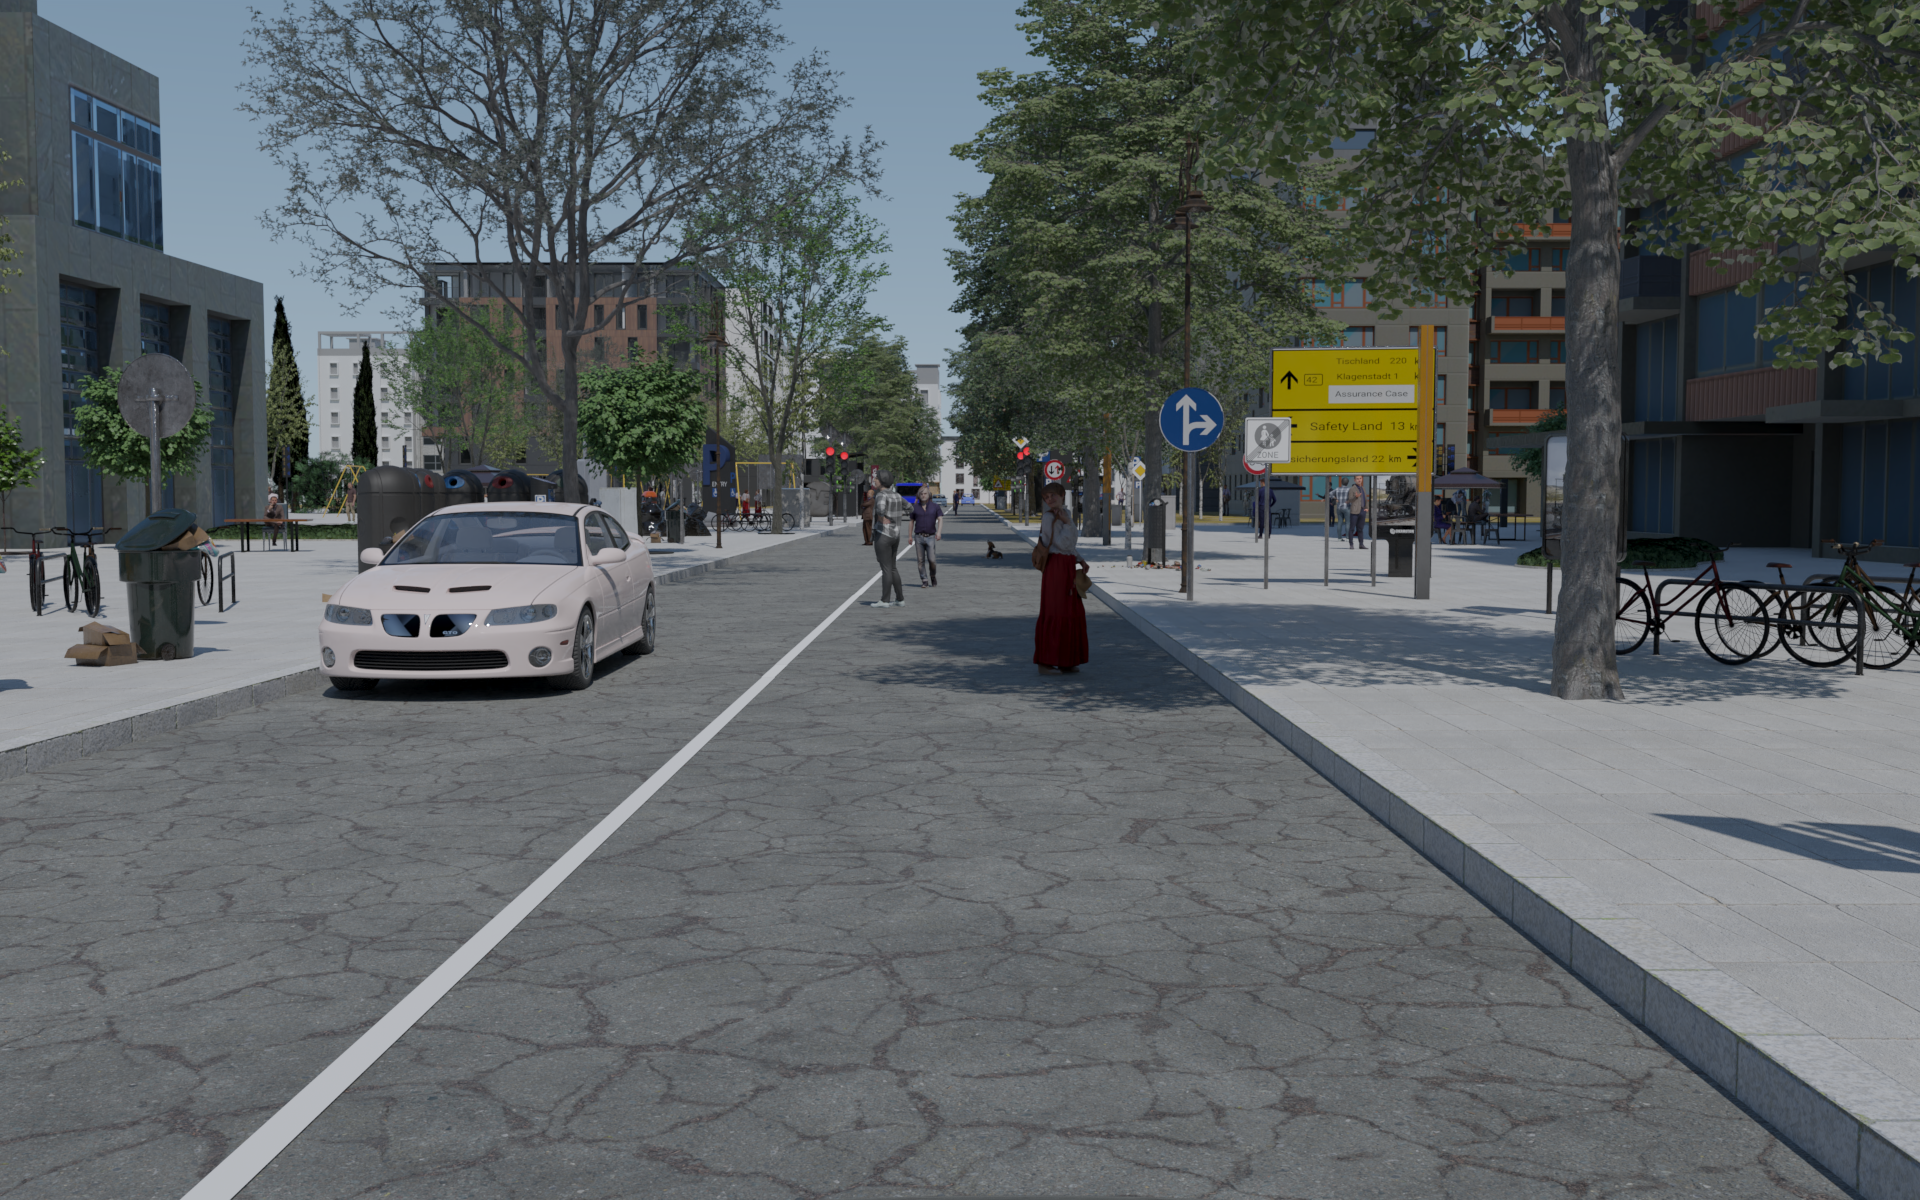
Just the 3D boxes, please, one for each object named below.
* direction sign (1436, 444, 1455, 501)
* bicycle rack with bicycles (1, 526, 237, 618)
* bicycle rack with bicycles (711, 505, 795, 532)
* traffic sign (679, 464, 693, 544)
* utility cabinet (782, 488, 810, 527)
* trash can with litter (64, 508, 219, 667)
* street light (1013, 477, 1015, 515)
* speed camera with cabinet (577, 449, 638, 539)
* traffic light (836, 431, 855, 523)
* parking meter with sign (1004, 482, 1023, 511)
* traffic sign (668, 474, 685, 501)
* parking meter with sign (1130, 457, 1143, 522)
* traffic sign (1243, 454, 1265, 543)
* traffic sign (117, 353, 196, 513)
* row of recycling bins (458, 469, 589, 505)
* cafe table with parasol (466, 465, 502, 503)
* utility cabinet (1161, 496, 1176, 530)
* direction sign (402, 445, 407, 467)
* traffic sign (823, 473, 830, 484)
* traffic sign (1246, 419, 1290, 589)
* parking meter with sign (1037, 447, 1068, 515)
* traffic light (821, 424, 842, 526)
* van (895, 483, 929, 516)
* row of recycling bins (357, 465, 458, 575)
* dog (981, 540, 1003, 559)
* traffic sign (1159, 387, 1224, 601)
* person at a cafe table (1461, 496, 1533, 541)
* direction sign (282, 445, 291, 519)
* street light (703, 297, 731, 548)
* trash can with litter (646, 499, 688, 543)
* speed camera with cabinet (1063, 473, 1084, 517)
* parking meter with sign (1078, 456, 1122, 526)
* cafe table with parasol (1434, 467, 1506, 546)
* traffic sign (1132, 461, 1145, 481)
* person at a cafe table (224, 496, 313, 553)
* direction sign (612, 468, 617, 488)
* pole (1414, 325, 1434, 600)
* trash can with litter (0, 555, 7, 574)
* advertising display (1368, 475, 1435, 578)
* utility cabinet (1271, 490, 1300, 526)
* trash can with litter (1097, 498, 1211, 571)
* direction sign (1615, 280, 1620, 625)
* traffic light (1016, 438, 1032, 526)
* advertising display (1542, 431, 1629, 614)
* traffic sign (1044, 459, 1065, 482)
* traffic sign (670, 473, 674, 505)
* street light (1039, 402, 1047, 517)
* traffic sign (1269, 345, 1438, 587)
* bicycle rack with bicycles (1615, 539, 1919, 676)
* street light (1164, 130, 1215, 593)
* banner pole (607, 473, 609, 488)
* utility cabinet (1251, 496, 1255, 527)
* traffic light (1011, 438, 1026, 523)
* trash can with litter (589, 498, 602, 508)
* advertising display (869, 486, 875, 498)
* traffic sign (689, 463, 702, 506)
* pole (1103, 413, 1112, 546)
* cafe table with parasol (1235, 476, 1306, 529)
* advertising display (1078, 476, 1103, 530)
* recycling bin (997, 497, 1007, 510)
[{"bbox_3d":[22.023,-5.304,78.723,0.876,3.537,0.379,0,4,6],"label":"direction sign"},{"bbox_3d":[-9.198,-0.350,19.098,2.852,0.926,2.925,-1,4,-17],"label":"bicycle rack with bicycles"},{"bbox_3d":[-7.146,-2.825,59.565,2.925,0.926,2.852,-1,4,-11],"label":"bicycle rack with bicycles"},{"bbox_3d":[-7.088,-2.690,44.088,0.768,2.556,0.104,0,4,5],"label":"traffic sign"},{"bbox_3d":[-6.326,-3.514,66.141,1.173,1.500,0.318,-1,4,-13],"label":"utility cabinet"},{"bbox_3d":[-6.258,-0.114,13.250,0.624,1.170,1.055,1,4,19],"label":"trash can with litter"},{"bbox_3d":[3.322,-8.148,106.004,0.468,5.910,1.993,0,4,0],"label":"street light"},{"bbox_3d":[-9.320,-3.140,45.670,2.038,3.252,0.660,3,5,43],"label":"speed camera with cabinet"},{"bbox_3d":[-5.113,-5.398,77.184,0.839,4.253,0.868,0,4,0],"label":"traffic light"},{"bbox_3d":[4.170,-8.140,129.344,1.738,3.016,0.543,1,4,10],"label":"parking meter with sign"},{"bbox_3d":[-10.358,-3.864,63.280,0.768,2.556,0.104,0,4,5],"label":"traffic sign"},{"bbox_3d":[8.120,-5.093,79.531,0.543,3.016,1.738,0,4,-1],"label":"parking meter with sign"},{"bbox_3d":[7.801,-2.775,45.482,0.768,2.556,0.104,0,4,3],"label":"traffic sign"},{"bbox_3d":[-7.277,-0.953,15.683,0.768,2.556,0.104,1,4,9],"label":"traffic sign"},{"bbox_3d":[-7.952,-1.333,28.914,3.534,1.692,1.069,0,4,0],"label":"row of recycling bins"},{"bbox_3d":[-11.120,-2.178,40.469,2.610,1.966,2.610,-1,4,-23],"label":"cafe table with parasol"},{"bbox_3d":[7.236,-3.131,62.360,1.020,1.237,0.306,0,4,-3],"label":"utility cabinet"},{"bbox_3d":[-25.656,-5.388,80.087,0.379,3.537,0.876,-2,4,-28],"label":"direction sign"},{"bbox_3d":[-7.688,-6.228,101.930,0.768,2.556,0.104,0,4,5],"label":"traffic sign"},{"bbox_3d":[4.125,-1.294,23.289,0.606,2.300,0.079,0,4,2],"label":"traffic sign"},{"bbox_3d":[3.487,-4.193,64.822,0.543,3.016,1.738,2,4,28],"label":"parking meter with sign"},{"bbox_3d":[-5.141,-4.910,69.199,0.839,4.253,0.868,0,4,0],"label":"traffic light"},{"bbox_3d":[-2.586,-5.468,93.778,2.240,2.365,5.245,0,4,1],"label":"van"},{"bbox_3d":[-8.439,-1.166,26.185,1.069,1.692,3.534,-1,4,-8],"label":"row of recycling bins"},{"bbox_3d":[0.693,-1.113,38.391,0.550,0.427,0.748,1,4,10],"label":"dog"},{"bbox_3d":[2.770,-1.264,20.777,0.768,2.556,0.104,1,4,8],"label":"traffic sign"},{"bbox_3d":[14.824,-2.278,48.109,1.726,1.238,1.698,0,4,4],"label":"person at a cafe table"},{"bbox_3d":[-30.903,-5.352,79.510,0.379,3.537,0.876,-3,5,-42],"label":"direction sign"},{"bbox_3d":[-5.695,-4.157,40.755,0.468,5.910,1.993,0,4,0],"label":"street light"},{"bbox_3d":[-7.690,-2.080,45.398,1.055,1.170,0.624,-1,4,-16],"label":"trash can with litter"},{"bbox_3d":[4.951,-5.035,76.654,2.038,3.252,0.660,1,4,13],"label":"speed camera with cabinet"},{"bbox_3d":[5.659,-4.500,69.832,1.738,3.016,0.543,1,4,18],"label":"parking meter with sign"},{"bbox_3d":[12.719,-2.376,43.715,2.610,1.966,2.610,-1,4,-12],"label":"cafe table with parasol"},{"bbox_3d":[7.124,-4.192,68.271,0.795,2.593,0.064,1,4,9],"label":"traffic sign"},{"bbox_3d":[-15.398,-1.707,38.778,1.698,1.238,1.726,-1,4,-13],"label":"person at a cafe table"},{"bbox_3d":[-13.055,-4.472,65.112,0.379,3.537,0.876,0,4,7],"label":"direction sign"},{"bbox_3d":[5.632,-1.662,21.022,0.158,3.312,0.155,0,3,0],"label":"pole"},{"bbox_3d":[-6.545,0.039,10.757,1.055,1.170,0.624,-3,4,-37],"label":"trash can with litter"},{"bbox_3d":[6.780,-1.309,26.610,0.974,1.923,0.123,1,4,17],"label":"advertising display"},{"bbox_3d":[13.042,-3.720,69.500,1.173,1.500,0.318,1,4,19],"label":"utility cabinet"},{"bbox_3d":[3.472,-1.139,29.673,1.678,1.210,2.233,-1,4,-23],"label":"trash can with litter"},{"bbox_3d":[6.261,-1.526,16.946,0.379,3.537,0.876,3,4,38],"label":"direction sign"},{"bbox_3d":[2.660,-4.909,69.187,0.839,4.253,0.868,0,4,0],"label":"traffic light"},{"bbox_3d":[6.521,-0.788,18.102,0.123,1.923,0.974,-2,4,-32],"label":"advertising display"},{"bbox_3d":[3.483,-3.895,63.794,0.768,2.556,0.104,0,4,6],"label":"traffic sign"},{"bbox_3d":[-7.651,-2.806,45.991,0.768,2.556,0.104,0,4,2],"label":"traffic sign"},{"bbox_3d":[3.280,-5.841,68.290,0.468,5.910,1.993,0,4,0],"label":"street light"},{"bbox_3d":[5.412,-1.839,23.936,2.265,3.308,0.079,1,4,8],"label":"traffic sign"},{"bbox_3d":[6.695,0.011,13.209,2.852,0.926,2.925,-2,4,-26],"label":"bicycle rack with bicycles"},{"bbox_3d":[2.928,-3.030,22.330,0.468,5.910,1.993,0,4,0],"label":"street light"},{"bbox_3d":[-16.018,-5.366,77.750,0.863,3.779,0.401,-1,4,-18],"label":"banner pole"},{"bbox_3d":[11.646,-3.462,67.757,0.306,1.237,1.020,1,4,23],"label":"utility cabinet"},{"bbox_3d":[2.689,-5.398,77.172,0.839,4.253,0.868,0,4,0],"label":"traffic light"},{"bbox_3d":[-6.345,-1.210,30.845,1.678,1.210,2.233,0,4,-2],"label":"trash can with litter"},{"bbox_3d":[-6.642,-7.783,132.471,0.123,1.923,0.974,2,4,32],"label":"advertising display"},{"bbox_3d":[-10.459,-4.222,69.143,0.768,2.556,0.104,0,4,2],"label":"traffic sign"},{"bbox_3d":[3.659,-3.010,43.059,0.158,3.312,0.155,0,3,0],"label":"pole"},{"bbox_3d":[11.684,-3.693,65.254,2.610,1.966,2.610,2,4,29],"label":"cafe table with parasol"},{"bbox_3d":[4.601,-3.400,60.803,0.974,1.923,0.123,2,4,26],"label":"advertising display"},{"bbox_3d":[3.442,-7.889,141.533,0.722,1.027,0.722,1,4,11],"label":"recycling bin"}]
